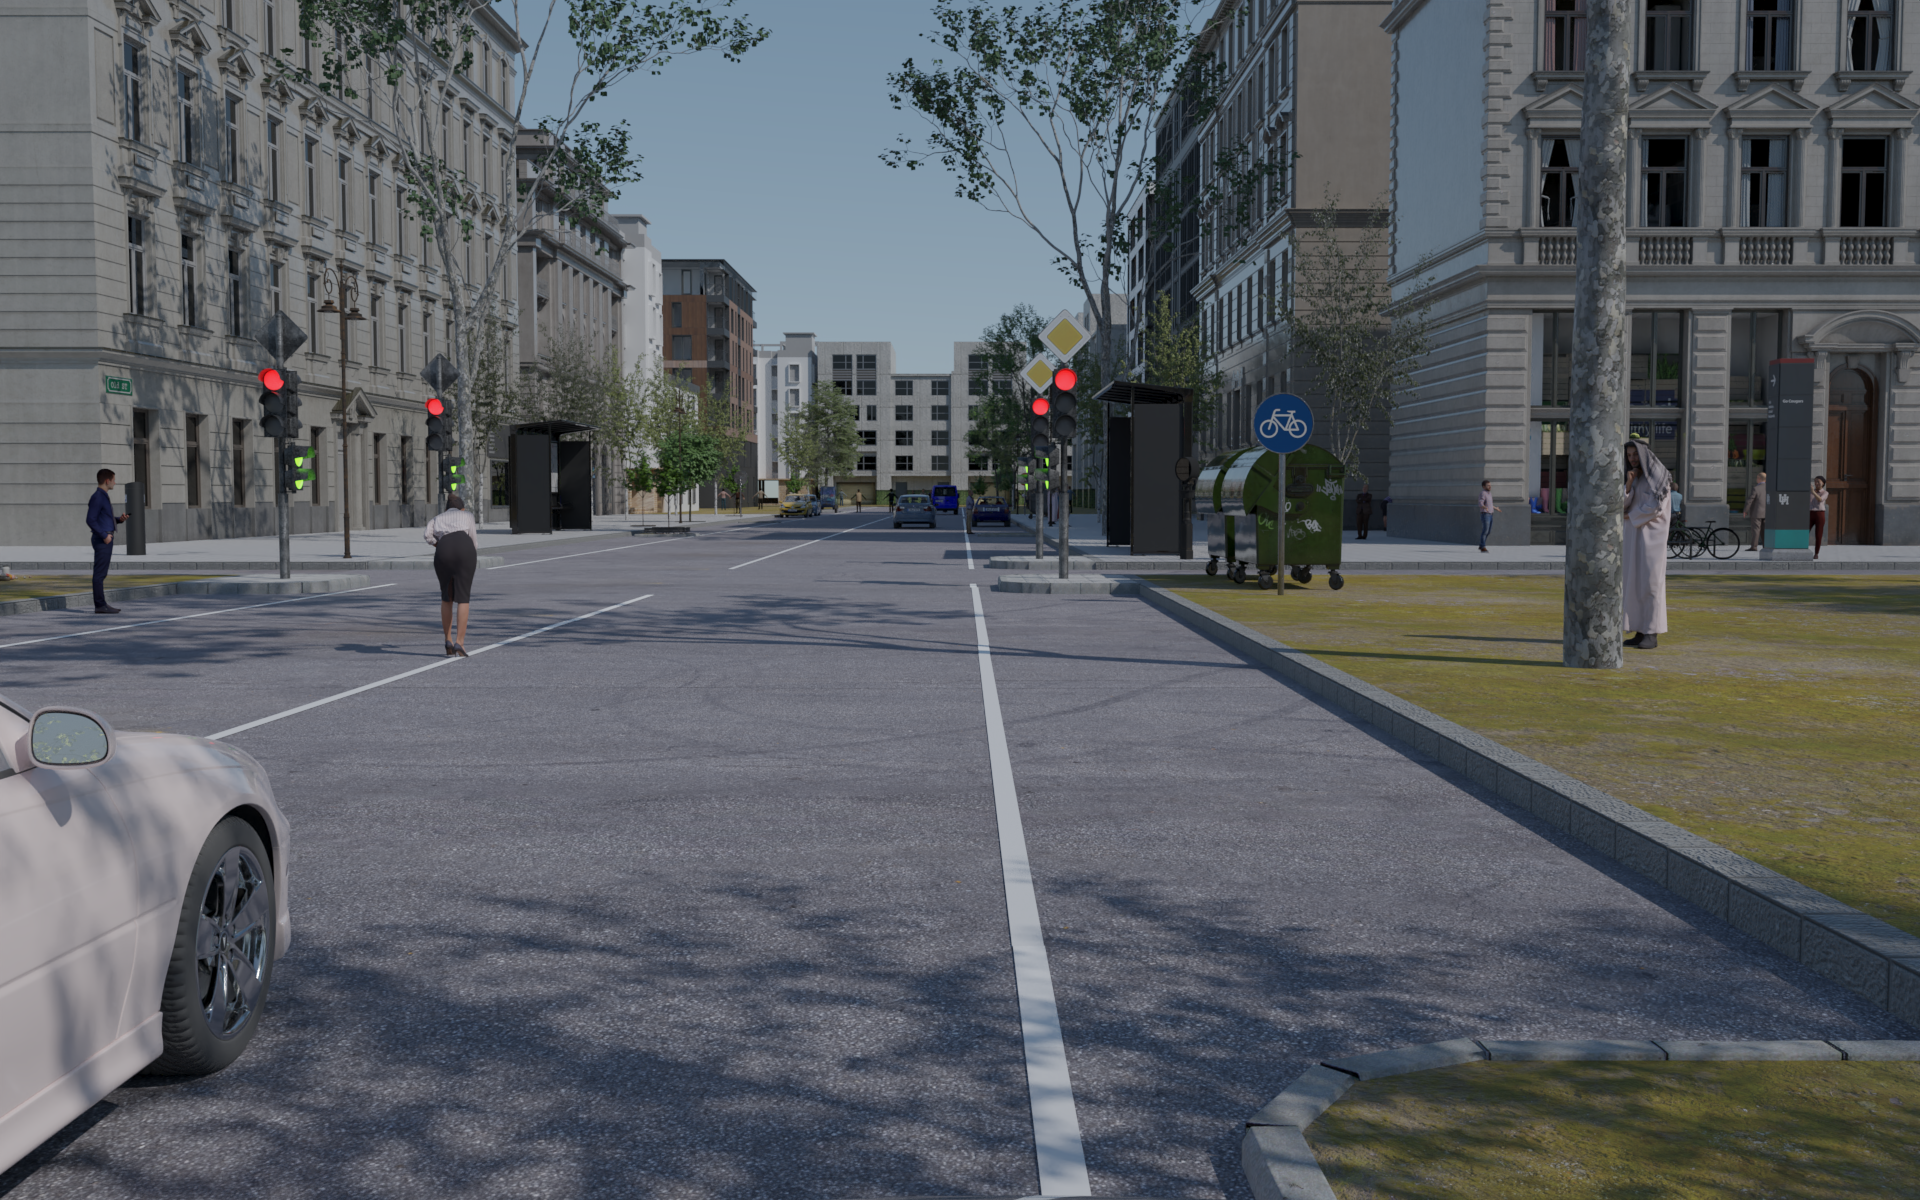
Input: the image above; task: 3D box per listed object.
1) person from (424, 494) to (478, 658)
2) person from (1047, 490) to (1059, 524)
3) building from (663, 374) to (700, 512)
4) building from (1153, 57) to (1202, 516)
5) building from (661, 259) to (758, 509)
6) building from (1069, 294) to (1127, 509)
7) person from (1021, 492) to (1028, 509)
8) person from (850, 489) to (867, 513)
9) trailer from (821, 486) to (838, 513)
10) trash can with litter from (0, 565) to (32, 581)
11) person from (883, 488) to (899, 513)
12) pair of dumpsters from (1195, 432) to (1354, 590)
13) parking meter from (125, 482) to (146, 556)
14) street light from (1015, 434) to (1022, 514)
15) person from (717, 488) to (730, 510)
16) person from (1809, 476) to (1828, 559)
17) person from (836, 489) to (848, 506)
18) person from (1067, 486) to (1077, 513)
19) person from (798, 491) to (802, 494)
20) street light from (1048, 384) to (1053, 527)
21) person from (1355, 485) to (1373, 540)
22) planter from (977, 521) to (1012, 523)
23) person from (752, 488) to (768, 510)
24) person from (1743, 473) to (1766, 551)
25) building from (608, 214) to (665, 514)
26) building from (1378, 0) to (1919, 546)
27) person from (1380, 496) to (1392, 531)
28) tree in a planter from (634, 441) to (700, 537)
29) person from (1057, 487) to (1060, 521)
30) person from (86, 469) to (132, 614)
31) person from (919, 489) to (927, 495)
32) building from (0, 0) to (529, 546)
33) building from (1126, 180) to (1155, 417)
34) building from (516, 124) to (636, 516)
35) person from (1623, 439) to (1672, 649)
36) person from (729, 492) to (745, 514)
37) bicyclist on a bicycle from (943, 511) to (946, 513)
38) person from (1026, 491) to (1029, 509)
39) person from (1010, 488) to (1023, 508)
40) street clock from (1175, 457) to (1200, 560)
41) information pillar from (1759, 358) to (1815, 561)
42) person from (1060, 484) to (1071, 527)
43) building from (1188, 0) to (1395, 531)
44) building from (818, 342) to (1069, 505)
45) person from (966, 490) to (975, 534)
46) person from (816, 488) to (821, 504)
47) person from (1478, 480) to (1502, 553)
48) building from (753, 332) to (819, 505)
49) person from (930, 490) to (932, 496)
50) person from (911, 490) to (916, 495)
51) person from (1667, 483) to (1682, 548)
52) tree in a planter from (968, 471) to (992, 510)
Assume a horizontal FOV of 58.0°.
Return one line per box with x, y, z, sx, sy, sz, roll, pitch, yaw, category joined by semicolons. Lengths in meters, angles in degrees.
-4.467;-0.227;15.393;0.628;1.438;0.799;-3;5;-45;person
3.953;-4.075;73.333;0.551;1.740;0.621;0;4;-3;person
-24.823;-11.806;135.171;9.099;9.664;28.070;0;3;0;building
19.042;-18.534;96.543;14.314;27.812;24.014;0;3;0;building
-36.739;-19.612;164.630;32.646;21.610;27.936;0;3;0;building
19.833;-18.039;161.390;16.747;18.905;31.486;0;3;0;building
5.639;-8.693;151.362;0.799;1.438;0.628;1;4;17;person
-7.861;-7.682;134.195;1.348;1.812;0.705;-1;4;-17;person
-9.946;-7.525;130.075;1.471;1.999;3.904;0;4;-1;trailer
-14.908;-0.878;25.420;2.233;1.210;1.678;-2;4;-28;trash can with litter
-5.234;-7.550;131.574;1.348;1.869;0.705;-2;4;-24;person
4.488;-1.382;25.088;1.574;2.255;4.436;0;3;0;pair of dumpsters
-17.273;-1.704;36.275;0.372;1.533;0.369;0;3;0;parking meter
3.621;-8.318;108.782;0.468;5.910;1.993;0;3;0;street light
-18.756;-7.994;137.448;1.217;1.736;0.721;0;4;2;person
16.795;-1.628;34.113;0.566;1.644;0.517;0;4;-1;person
-12.737;-11.029;186.444;1.350;1.814;0.705;1;4;21;person
7.367;-6.762;116.590;1.348;1.826;0.705;-2;4;-32;person
-15.008;-9.467;160.922;0.705;1.812;1.348;2;4;33;person
3.582;-5.836;68.212;0.468;5.910;1.993;0;3;0;street light
11.397;-2.478;48.831;0.482;1.546;0.388;3;4;36;person
1.594;-3.971;86.059;1.991;0.319;1.994;0;3;0;planter
-16.547;-8.410;143.550;1.348;1.823;0.705;-2;4;-25;person
17.897;-1.973;38.854;0.990;1.755;0.434;-1;4;-23;person
-28.026;-15.825;115.164;16.016;20.091;11.380;0;3;0;building
22.134;-13.334;46.887;19.941;23.489;11.050;0;3;0;building
14.758;-3.068;59.439;0.697;1.427;0.421;0;4;-4;person
-9.924;-3.772;58.896;1.991;3.239;1.994;0;3;0;tree in a planter
4.600;-4.547;82.093;0.593;1.614;0.444;1;4;10;person
-10.254;-0.713;20.864;0.504;1.737;0.576;-2;4;-29;person
-2.675;-7.242;126.923;1.348;1.823;0.705;-1;4;-13;person
-28.911;-17.530;63.038;17.030;29.872;44.131;0;3;0;building
26.131;-17.451;129.300;27.936;21.610;32.646;0;3;0;building
-26.979;-15.628;97.311;13.314;21.916;24.055;0;3;0;building
5.733;-0.483;14.601;0.621;1.740;0.551;-3;5;-44;person
-14.695;-6.585;114.226;1.217;1.766;0.721;2;4;29;person
-1.146;-7.510;132.811;1.499;1.676;1.625;0;4;1;bicyclist on a bicycle
5.898;-8.539;146.189;0.750;1.759;0.617;3;4;37;person
5.156;-9.218;156.855;1.348;1.812;0.705;1;4;15;person
4.447;-1.796;33.935;0.358;2.002;0.471;-3;4;-36;street clock
15.965;-2.690;33.364;0.750;3.857;0.750;0;4;7;information pillar
4.185;-3.766;68.558;0.436;1.711;0.756;0;4;-3;person
17.251;-16.806;72.043;12.463;27.353;25.104;0;3;0;building
-0.715;-20.969;209.295;31.486;18.905;16.747;0;3;0;building
0.376;-3.147;62.013;0.319;1.574;0.516;0;4;-6;person
-12.642;-9.247;156.865;1.348;1.869;0.705;2;4;30;person
11.549;-1.832;37.951;0.435;1.587;0.963;2;4;30;person
-22.683;-21.562;208.961;11.380;20.091;16.016;0;3;0;building
-2.463;-8.429;146.454;0.705;1.807;1.348;-2;4;-28;person
-4.618;-9.839;169.385;1.348;1.822;0.705;3;4;38;person
16.794;-2.000;40.955;0.499;1.552;0.429;2;4;25;person
1.599;-8.492;136.068;1.991;3.239;1.994;0;3;0;tree in a planter
